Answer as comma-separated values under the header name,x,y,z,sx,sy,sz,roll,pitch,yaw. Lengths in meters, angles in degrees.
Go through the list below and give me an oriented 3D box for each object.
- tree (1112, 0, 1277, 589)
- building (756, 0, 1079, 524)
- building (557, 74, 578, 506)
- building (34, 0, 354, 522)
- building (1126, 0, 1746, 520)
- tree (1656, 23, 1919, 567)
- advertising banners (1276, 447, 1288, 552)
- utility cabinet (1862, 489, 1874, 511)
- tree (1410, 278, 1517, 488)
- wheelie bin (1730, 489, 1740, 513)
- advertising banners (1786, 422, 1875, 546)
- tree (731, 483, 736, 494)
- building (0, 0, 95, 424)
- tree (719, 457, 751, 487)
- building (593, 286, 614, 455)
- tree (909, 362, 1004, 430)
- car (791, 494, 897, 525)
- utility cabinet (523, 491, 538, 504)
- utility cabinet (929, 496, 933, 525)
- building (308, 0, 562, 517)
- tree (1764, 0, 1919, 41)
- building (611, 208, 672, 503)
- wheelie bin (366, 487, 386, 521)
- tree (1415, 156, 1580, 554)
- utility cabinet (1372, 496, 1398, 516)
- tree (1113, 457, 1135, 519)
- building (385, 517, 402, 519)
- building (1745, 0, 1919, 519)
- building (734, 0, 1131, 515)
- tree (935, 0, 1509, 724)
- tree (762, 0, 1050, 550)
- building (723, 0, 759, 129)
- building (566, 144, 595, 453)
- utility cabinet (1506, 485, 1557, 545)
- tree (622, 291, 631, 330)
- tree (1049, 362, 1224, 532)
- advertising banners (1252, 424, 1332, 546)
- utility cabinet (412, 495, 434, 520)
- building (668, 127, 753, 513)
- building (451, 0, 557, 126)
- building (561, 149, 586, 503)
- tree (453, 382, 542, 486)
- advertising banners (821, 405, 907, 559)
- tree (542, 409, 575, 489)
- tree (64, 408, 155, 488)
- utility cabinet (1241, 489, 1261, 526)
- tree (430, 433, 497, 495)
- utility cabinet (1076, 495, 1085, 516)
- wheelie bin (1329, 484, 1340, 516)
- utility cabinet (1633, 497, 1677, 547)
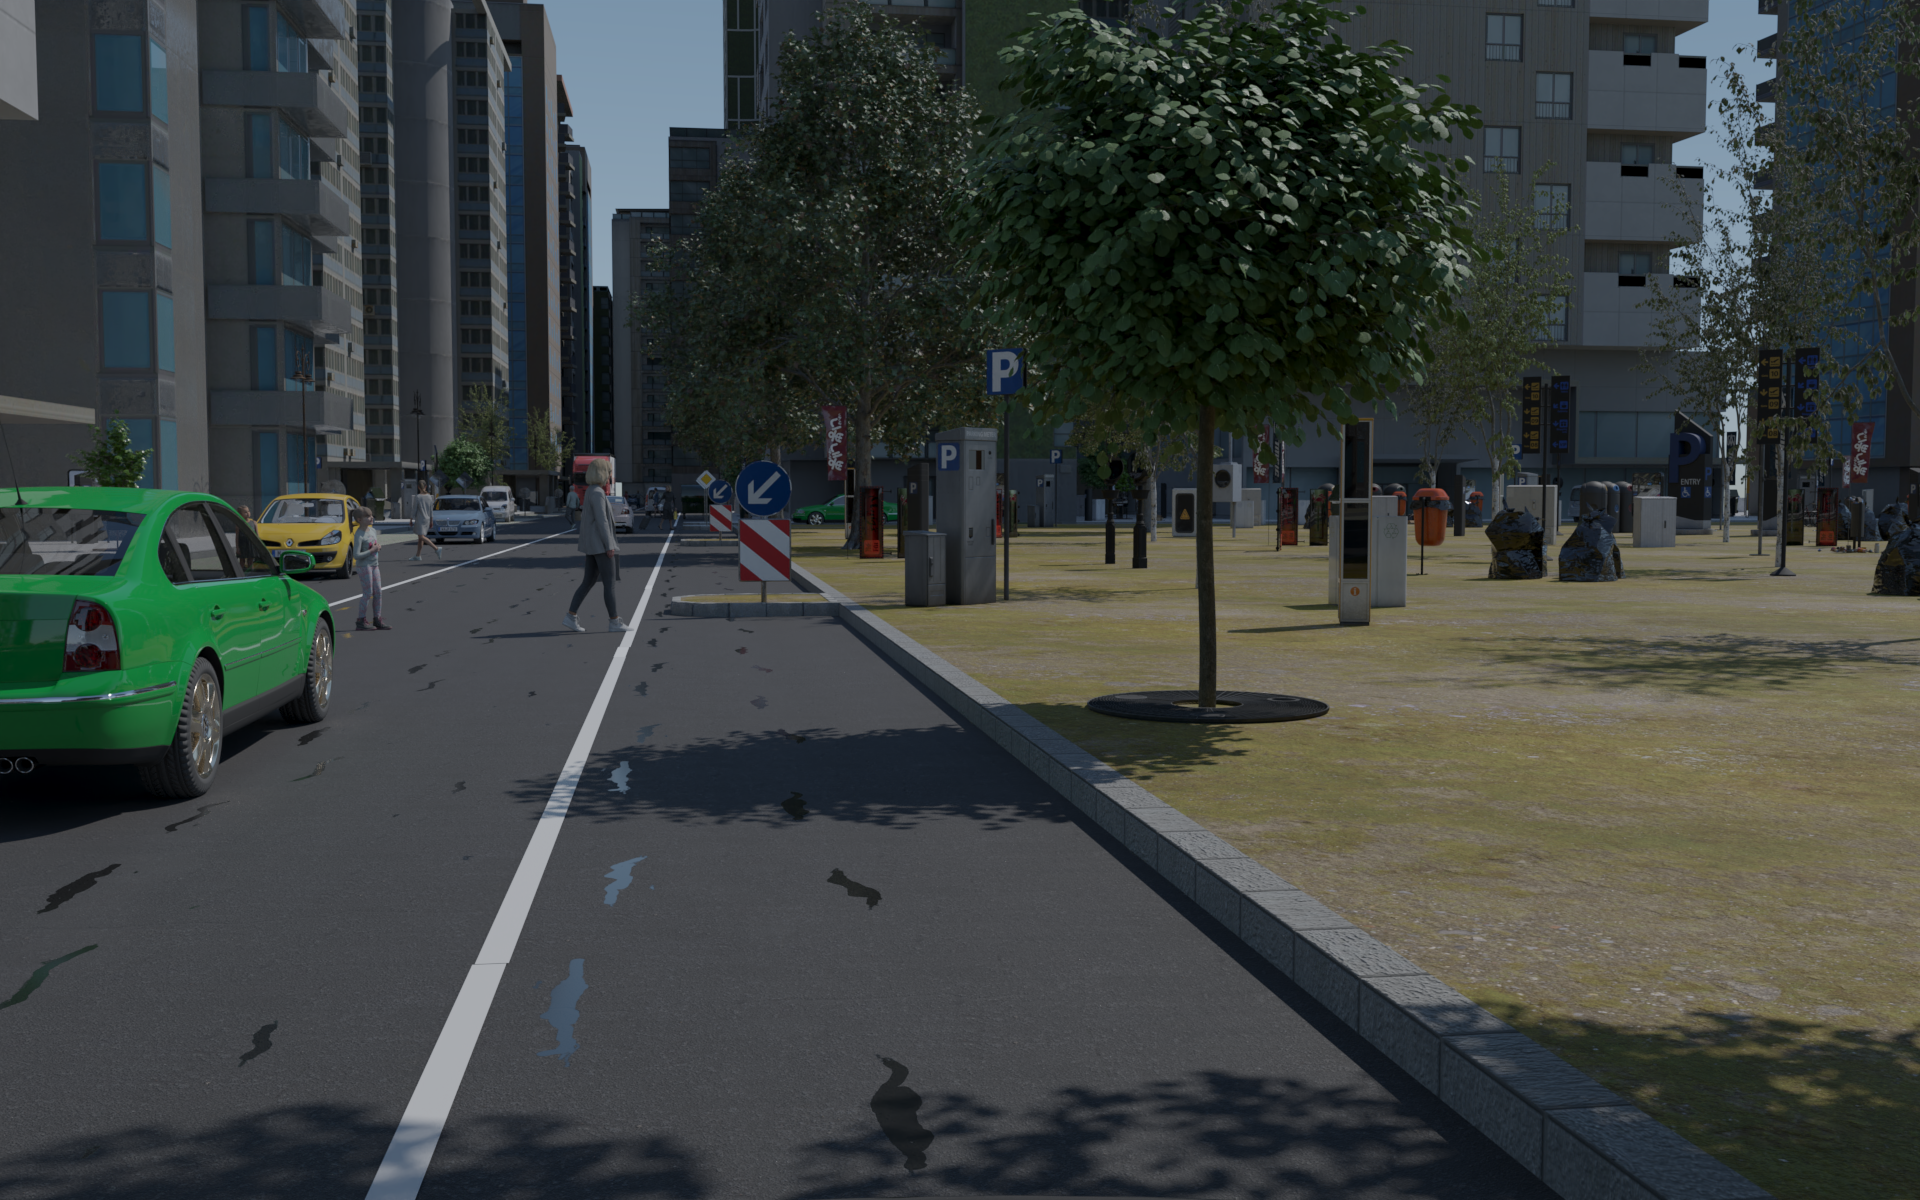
name,x,y,z,sx,sy,sz,roll,pitch,yaw
tree,3.401,-4.473,23.504,4.360,8.622,3.978,0,3,0
building,-2.526,-24.481,83.855,14.086,41.232,14.154,-1,4,-9
building,-50.901,-31.925,176.591,22.147,44.769,28.867,-1,4,-9
building,-36.287,-26.596,54.451,30.456,49.044,23.786,-1,4,-9
building,24.443,-31.077,97.340,27.495,52.752,28.713,-1,4,-9
tree,14.200,-4.876,30.079,4.360,8.622,3.978,0,3,0
advertising banners,7.304,-2.645,39.440,0.090,3.025,2.074,1,4,14
utility cabinet,40.972,-4.253,78.223,0.318,1.500,1.173,1,4,20
tree,15.482,-6.452,55.850,4.360,8.622,3.978,0,3,0
wheelie bin,51.213,-6.548,114.963,0.980,1.594,0.693,0,4,1
advertising banners,21.309,-2.837,42.568,2.074,3.025,0.090,3,5,41
tree,-20.763,-9.789,154.655,1.663,3.219,1.824,0,3,0
building,-29.754,-26.373,20.435,28.713,52.752,27.495,-1,4,-9
tree,-12.207,-7.132,100.319,4.285,4.588,4.351,0,3,0
building,-55.031,-28.594,239.211,14.107,30.474,14.160,-1,4,-9
tree,-0.088,-7.143,67.153,4.737,8.622,4.395,0,3,0
car,-4.972,-4.075,75.417,4.718,1.807,1.959,-1,4,-10
utility cabinet,-36.547,-8.480,147.333,1.173,1.500,0.318,1,4,11
utility cabinet,-1.594,-3.704,71.718,1.020,1.237,0.306,-3,5,-42
building,-46.294,-26.563,126.190,32.217,40.220,23.993,-1,4,-9
tree,8.886,-3.984,15.507,4.360,8.622,3.978,0,3,0
building,-41.100,-34.094,241.033,14.086,41.232,14.154,-1,4,-9
wheelie bin,-27.930,-4.575,82.703,0.693,1.594,0.980,2,4,30
tree,11.306,-5.301,37.033,4.737,8.622,4.395,0,3,0
utility cabinet,14.283,-2.906,58.674,1.020,1.237,0.306,0,4,-3
tree,8.198,-5.707,87.917,1.663,3.219,1.824,0,3,0
building,-46.401,-24.585,93.851,32.217,40.220,23.993,-1,4,-9
building,54.119,-27.182,94.533,14.200,45.320,14.600,-1,4,-9
building,1.221,-25.902,115.381,32.217,40.220,23.993,-1,4,-9
tree,1.479,-1.627,10.311,4.285,4.588,4.351,0,3,0
tree,-2.166,-7.532,40.164,9.611,12.733,9.660,0,3,0
building,-21.376,-47.699,218.133,20.563,71.187,20.611,-1,4,-9
building,-53.606,-34.686,217.225,14.200,45.320,14.600,-1,4,-9
utility cabinet,14.305,-2.122,43.376,1.173,1.500,0.318,2,4,31
tree,-6.069,-8.529,56.451,9.611,12.733,9.660,0,3,0
tree,5.916,-8.545,57.832,7.486,12.596,7.792,0,3,0
advertising banners,8.221,-2.873,43.154,2.074,3.025,0.090,1,4,20
utility cabinet,-26.729,-4.588,86.168,1.020,1.237,0.306,-1,4,-13
building,-16.327,-22.551,140.407,14.160,30.474,14.107,-1,4,-9
building,-43.673,-30.938,155.949,14.600,45.320,14.200,-1,4,-9
building,-50.815,-31.545,199.361,14.154,41.232,14.086,-1,4,-9
tree,-30.724,-9.931,112.734,4.737,8.622,4.395,0,3,0
advertising banners,-1.726,-2.331,34.304,2.074,3.025,0.090,-1,4,-16
tree,-34.888,-11.971,146.089,4.737,8.622,4.395,0,3,0
tree,-18.877,-2.711,38.919,1.663,3.219,1.824,0,3,0
utility cabinet,11.371,-3.685,68.926,1.173,1.500,0.318,0,4,2
tree,-27.931,-6.962,97.542,4.285,4.588,4.351,0,3,0
utility cabinet,6.909,-5.461,100.441,1.020,1.237,0.306,2,4,32
wheelie bin,12.130,-2.875,54.916,0.693,1.594,0.980,-3,5,-44
utility cabinet,16.781,-1.875,41.825,1.020,1.237,0.306,-1,4,-17
